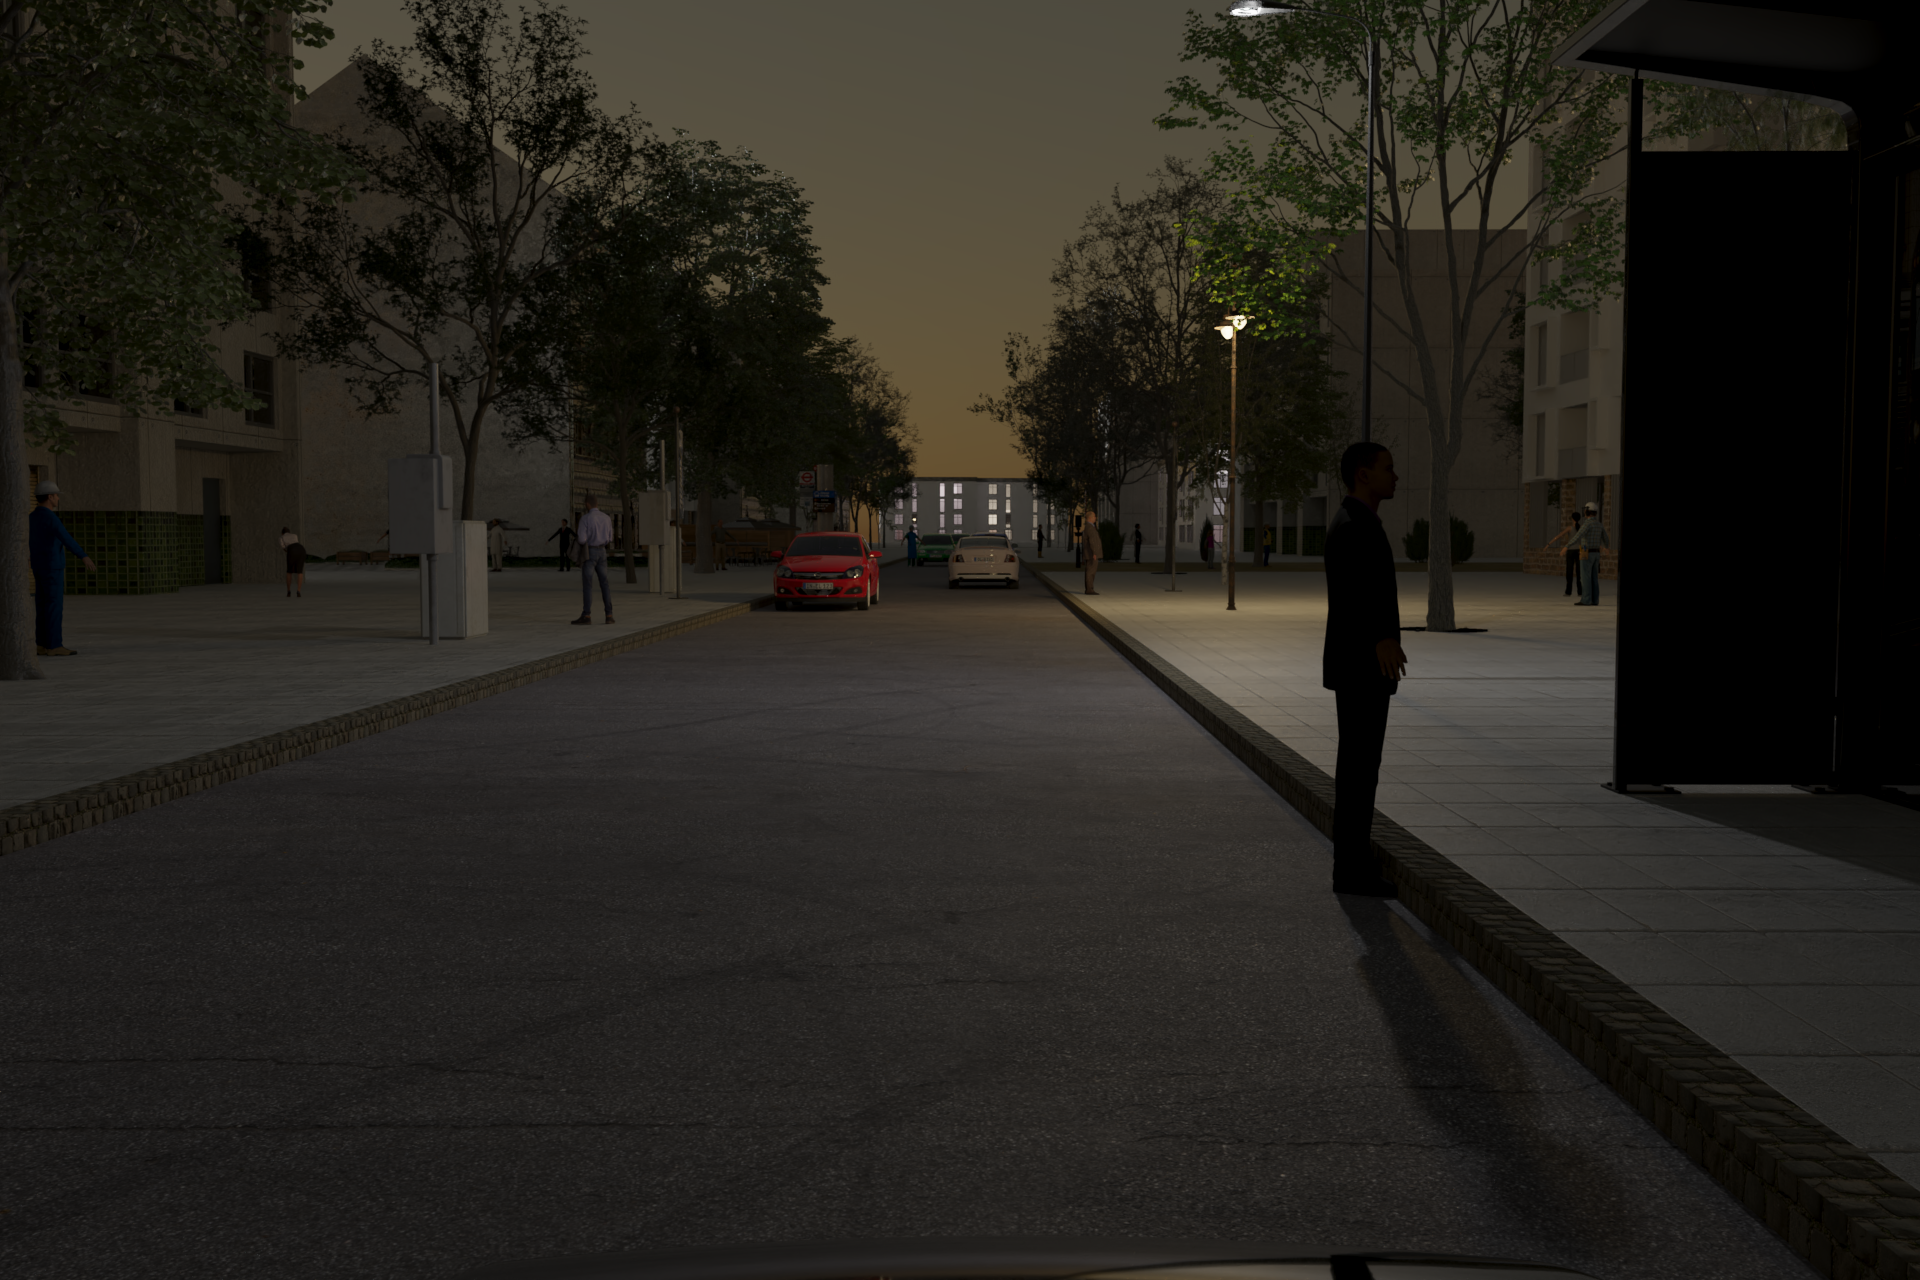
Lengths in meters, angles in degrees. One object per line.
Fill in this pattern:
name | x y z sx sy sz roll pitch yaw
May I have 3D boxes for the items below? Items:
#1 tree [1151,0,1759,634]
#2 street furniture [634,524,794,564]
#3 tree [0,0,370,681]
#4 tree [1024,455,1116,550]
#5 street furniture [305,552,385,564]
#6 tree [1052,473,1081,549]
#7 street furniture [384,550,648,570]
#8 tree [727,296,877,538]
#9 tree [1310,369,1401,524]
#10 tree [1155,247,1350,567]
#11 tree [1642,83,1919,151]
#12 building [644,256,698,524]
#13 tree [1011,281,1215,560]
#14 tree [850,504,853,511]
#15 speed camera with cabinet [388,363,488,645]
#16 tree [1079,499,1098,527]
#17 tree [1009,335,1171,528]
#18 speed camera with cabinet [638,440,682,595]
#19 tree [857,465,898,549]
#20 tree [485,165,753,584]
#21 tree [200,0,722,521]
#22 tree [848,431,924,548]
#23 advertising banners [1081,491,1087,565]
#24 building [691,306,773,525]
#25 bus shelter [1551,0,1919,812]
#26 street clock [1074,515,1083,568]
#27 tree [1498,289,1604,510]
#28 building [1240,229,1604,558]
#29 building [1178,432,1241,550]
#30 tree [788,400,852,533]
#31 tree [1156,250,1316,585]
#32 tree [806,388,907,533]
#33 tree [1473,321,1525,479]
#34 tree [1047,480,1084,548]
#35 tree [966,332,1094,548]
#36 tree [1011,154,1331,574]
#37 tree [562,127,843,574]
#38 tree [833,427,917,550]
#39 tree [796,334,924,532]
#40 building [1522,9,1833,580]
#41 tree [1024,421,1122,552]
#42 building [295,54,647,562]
tree | 6.366 -5.926 22.639 9.928 11.665 9.643 0 3 0
street furniture | -11.046 -4.488 80.233 11.010 1.723 9.812 2 4 31
tree | -8.452 -5.897 14.547 7.486 12.596 7.792 0 3 0
tree | 8.710 -12.372 136.694 8.767 10.594 7.601 2 4 28
street furniture | -30.780 -3.694 76.022 10.072 0.657 5.734 0 4 0
tree | 8.992 -11.872 144.475 4.737 8.622 4.395 0 3 0
street furniture | -16.540 -3.083 66.041 10.072 0.657 5.734 -1 4 -11
tree | -7.813 -10.034 82.186 7.486 12.596 7.792 0 3 0
tree | 17.157 -7.759 77.221 4.360 8.622 3.978 0 3 0
tree | 11.541 -9.151 67.743 7.486 12.596 7.792 0 3 0
tree | 6.330 -3.752 11.705 4.360 8.622 3.978 0 3 0
building | -24.261 -15.788 114.550 16.016 20.090 11.380 0 4 1
tree | 7.689 -10.701 85.337 12.009 13.543 11.850 0 3 0
tree | -16.741 -18.601 254.492 4.360 8.622 3.978 0 3 0
speed camera with cabinet | -6.275 -1.622 20.858 0.660 3.252 2.038 0 4 1
tree | 21.043 -20.334 250.581 7.486 12.596 7.792 0 3 0
tree | 7.656 -11.528 98.858 12.009 13.543 11.850 0 3 0
speed camera with cabinet | -6.445 -2.621 37.188 0.660 3.252 2.038 0 4 0
tree | -6.985 -12.160 149.173 4.737 8.622 4.395 0 3 0
tree | -8.871 -6.740 44.619 7.601 10.594 8.767 0 4 -7
tree | -8.369 -5.776 28.857 8.767 10.594 7.601 -1 4 -13
tree | -7.124 -13.641 157.436 8.767 10.594 7.601 2 4 30
advertising banners | 5.088 -4.590 71.232 0.090 3.025 2.074 0 4 -1
building | -25.437 -18.799 138.291 19.493 23.208 18.063 0 4 1
bus shelter | 3.713 -0.870 5.508 1.731 3.624 6.357 0 4 1
street clock | 4.465 -3.717 65.335 0.358 2.002 0.471 0 4 0
tree | 25.561 -9.782 66.585 9.857 13.997 8.962 0 3 0
building | 28.507 -14.848 109.223 16.747 18.905 31.486 0 4 1
building | 23.636 -12.178 141.255 9.099 9.664 28.070 0 4 1
tree | -7.680 -8.523 89.706 4.737 8.622 4.395 0 3 0
tree | 6.512 -5.668 43.039 4.360 8.622 3.978 0 3 0
tree | -7.556 -12.117 123.864 9.928 11.665 9.643 0 3 0
tree | 28.171 -10.224 77.538 12.009 13.543 11.850 0 3 0
tree | 8.809 -12.434 153.654 4.737 8.622 4.395 0 3 0
tree | 7.067 -18.827 163.707 12.611 20.169 13.585 0 3 0
tree | 6.833 -8.867 55.349 12.009 13.543 11.850 0 3 0
tree | -8.286 -9.149 56.249 9.857 13.997 8.962 0 3 0
tree | -7.034 -12.554 139.666 8.767 10.594 7.601 2 4 27
tree | -7.288 -11.990 106.414 12.009 13.543 11.850 0 3 0
building | 23.183 -12.064 53.671 16.016 20.090 11.380 0 4 1
tree | 8.122 -11.562 123.443 7.601 10.594 8.767 -1 4 -12
building | -27.166 -15.781 88.944 19.493 23.208 18.063 0 4 1
